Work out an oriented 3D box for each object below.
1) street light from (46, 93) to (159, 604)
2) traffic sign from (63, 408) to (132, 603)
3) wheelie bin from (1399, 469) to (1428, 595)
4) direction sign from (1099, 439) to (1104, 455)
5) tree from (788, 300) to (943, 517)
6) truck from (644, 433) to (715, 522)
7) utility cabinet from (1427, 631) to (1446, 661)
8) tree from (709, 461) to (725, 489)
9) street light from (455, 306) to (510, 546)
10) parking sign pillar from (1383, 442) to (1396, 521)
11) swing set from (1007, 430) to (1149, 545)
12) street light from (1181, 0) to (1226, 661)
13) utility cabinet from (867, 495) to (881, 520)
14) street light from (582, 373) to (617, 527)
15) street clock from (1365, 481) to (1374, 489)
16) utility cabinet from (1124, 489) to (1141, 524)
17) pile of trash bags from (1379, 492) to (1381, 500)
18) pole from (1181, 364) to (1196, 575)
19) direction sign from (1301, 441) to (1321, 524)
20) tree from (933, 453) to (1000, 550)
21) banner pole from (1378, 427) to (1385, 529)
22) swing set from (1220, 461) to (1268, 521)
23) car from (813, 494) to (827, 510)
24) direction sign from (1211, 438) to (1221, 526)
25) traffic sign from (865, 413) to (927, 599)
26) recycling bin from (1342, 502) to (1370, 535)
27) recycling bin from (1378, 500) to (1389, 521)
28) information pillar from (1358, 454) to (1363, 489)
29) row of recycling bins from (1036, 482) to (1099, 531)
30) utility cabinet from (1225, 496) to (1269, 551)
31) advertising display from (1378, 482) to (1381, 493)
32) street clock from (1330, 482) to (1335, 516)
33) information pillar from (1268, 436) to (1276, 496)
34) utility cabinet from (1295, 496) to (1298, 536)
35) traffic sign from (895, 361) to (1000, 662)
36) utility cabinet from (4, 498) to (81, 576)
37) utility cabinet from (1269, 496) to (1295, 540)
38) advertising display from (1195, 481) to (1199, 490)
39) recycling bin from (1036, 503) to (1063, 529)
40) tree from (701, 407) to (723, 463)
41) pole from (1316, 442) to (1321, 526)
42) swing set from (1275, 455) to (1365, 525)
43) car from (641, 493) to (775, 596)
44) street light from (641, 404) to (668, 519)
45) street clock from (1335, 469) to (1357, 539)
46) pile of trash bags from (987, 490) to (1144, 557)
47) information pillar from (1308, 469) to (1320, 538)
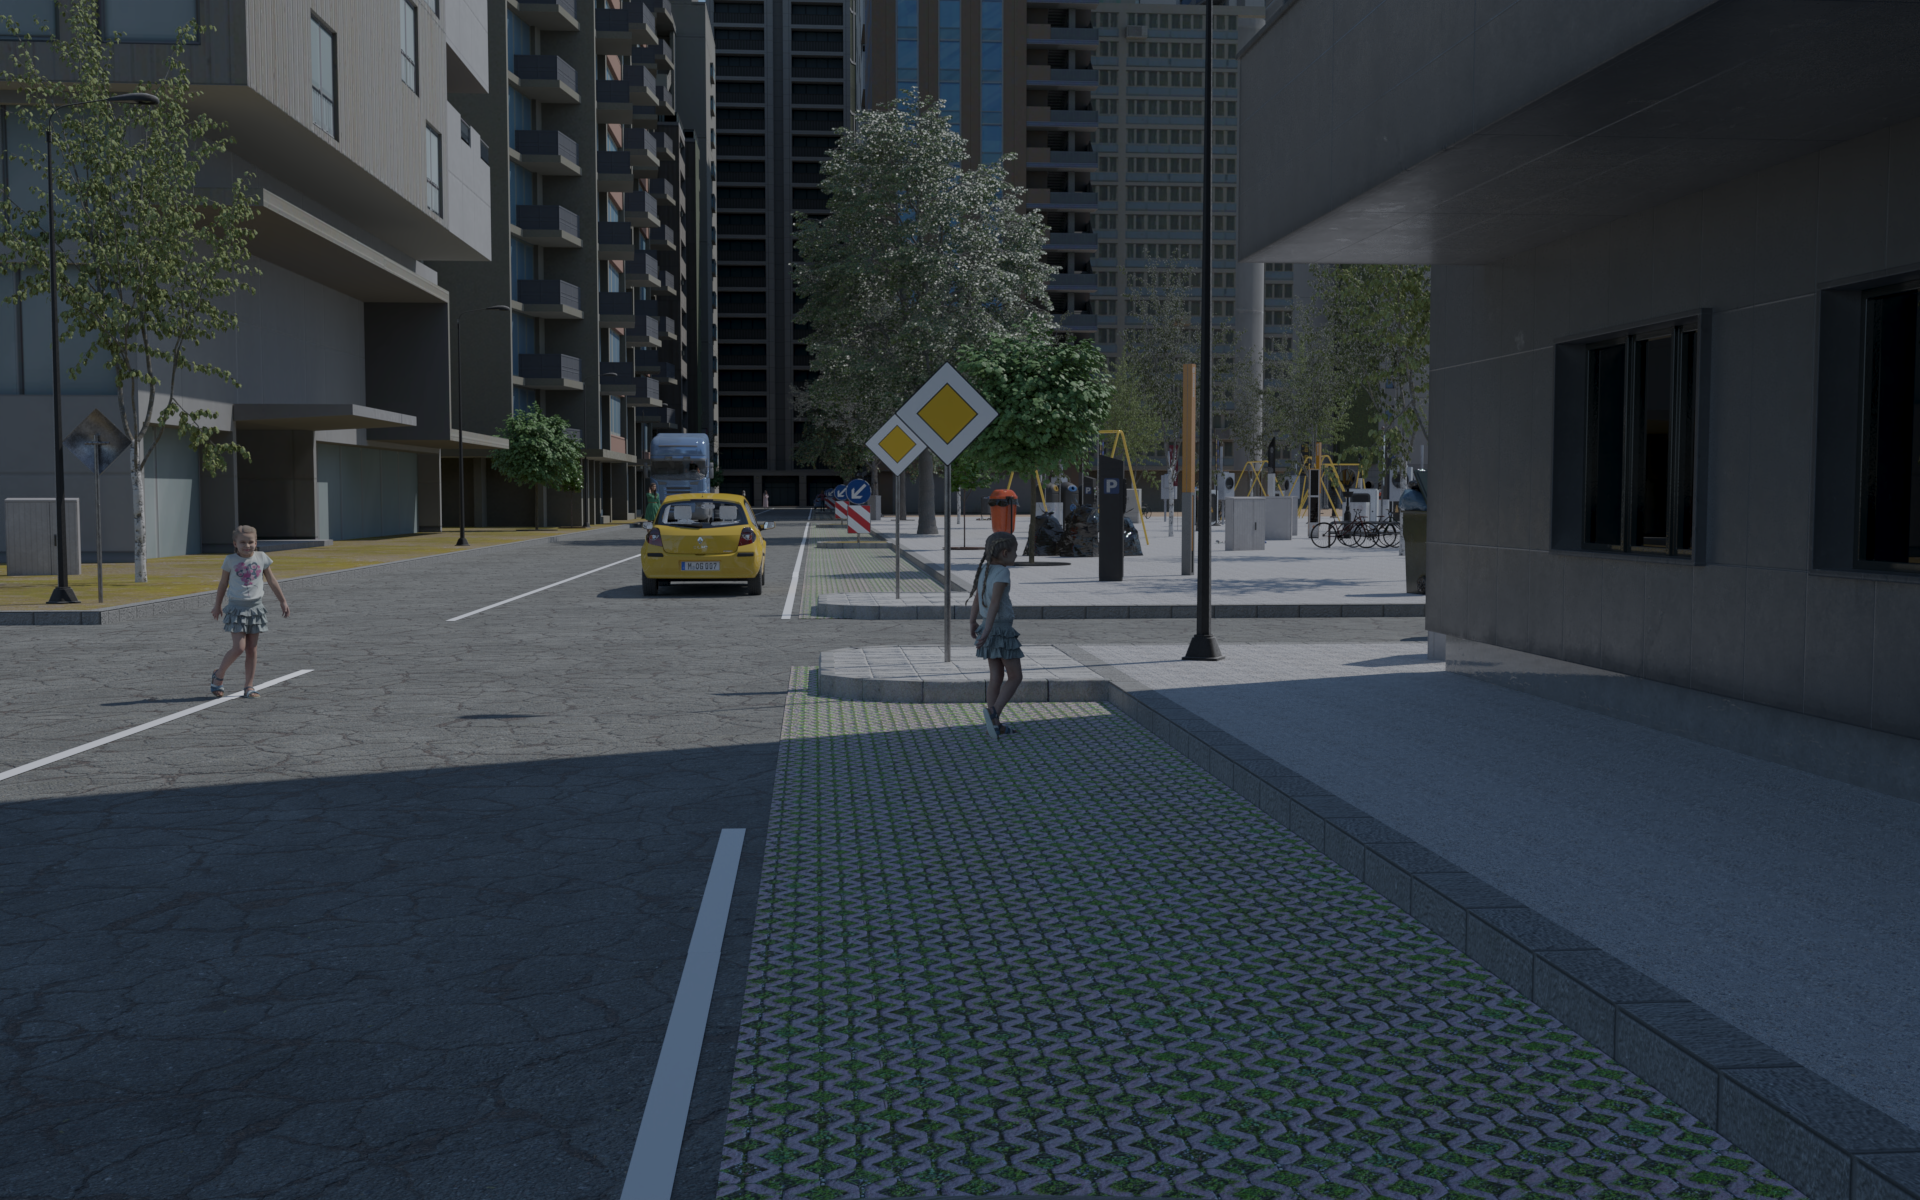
[{"bbox_3d":[-9.983,-2.914,20.187,1.470,5.913,1.316,0,4,-5],"label":"street light"},{"bbox_3d":[-10.128,-1.022,20.357,0.795,2.450,0.064,0,4,-5],"label":"traffic sign"},{"bbox_3d":[6.073,-0.879,22.281,0.980,1.594,0.693,-1,4,-22],"label":"wheelie bin"},{"bbox_3d":[5.830,-4.860,71.465,0.379,3.537,0.876,1,4,16],"label":"direction sign"},{"bbox_3d":[-4.914,-11.026,97.280,9.611,12.733,9.660,0,3,0],"label":"tree"},{"bbox_3d":[-12.857,-5.681,82.639,2.967,4.110,18.799,0,4,-5],"label":"truck"},{"bbox_3d":[4.044,-0.156,13.714,0.306,1.237,1.020,3,5,39],"label":"utility cabinet"},{"bbox_3d":[-21.757,-10.058,148.167,4.285,4.588,4.351,0,3,0],"label":"tree"},{"bbox_3d":[-11.799,-4.298,42.808,1.470,5.913,1.316,0,4,-5],"label":"street light"},{"bbox_3d":[20.080,-5.657,80.959,1.447,3.967,1.447,0,4,5],"label":"parking sign pillar"},{"bbox_3d":[2.687,-2.800,43.402,3.119,2.851,2.862,3,4,36],"label":"swing set"},{"bbox_3d":[1.352,-2.489,13.232,1.470,5.913,1.316,0,4,-5],"label":"street light"},{"bbox_3d":[-4.196,-4.499,84.718,0.306,1.237,1.020,-2,4,-27],"label":"utility cabinet"},{"bbox_3d":[-13.848,-5.748,66.524,1.470,5.913,1.316,0,4,-5],"label":"street light"},{"bbox_3d":[22.859,-5.634,96.687,0.358,2.002,0.471,-3,4,-37],"label":"street clock"},{"bbox_3d":[7.197,-4.028,74.534,1.173,1.500,0.318,2,4,28],"label":"utility cabinet"},{"bbox_3d":[23.564,-4.949,90.663,3.447,1.369,1.912,2,4,24],"label":"pile of trash bags"},{"bbox_3d":[3.601,-2.045,27.279,0.158,3.312,0.155,0,3,0],"label":"pole"},{"bbox_3d":[15.090,-5.047,74.523,0.876,3.537,0.379,0,4,-2],"label":"direction sign"},{"bbox_3d":[0.101,-2.766,39.821,1.663,3.219,1.824,0,3,0],"label":"tree"},{"bbox_3d":[15.761,-4.556,64.510,0.401,3.779,0.863,1,4,21],"label":"banner pole"},{"bbox_3d":[14.120,-5.169,82.138,2.862,2.851,3.119,0,4,-7],"label":"swing set"},{"bbox_3d":[-12.505,-8.970,158.653,2.014,1.417,4.499,0,4,-5],"label":"car"},{"bbox_3d":[10.294,-4.739,69.483,0.379,3.537,0.876,1,4,15],"label":"direction sign"},{"bbox_3d":[-0.764,-1.069,21.118,0.795,2.450,0.064,0,4,-5],"label":"traffic sign"},{"bbox_3d":[12.153,-2.485,53.176,0.722,1.027,0.722,1,4,22],"label":"recycling bin"},{"bbox_3d":[19.179,-4.061,78.954,0.722,1.027,0.722,1,4,16],"label":"recycling bin"},{"bbox_3d":[20.999,-6.089,90.913,0.183,3.616,0.504,0,4,-3],"label":"information pillar"},{"bbox_3d":[4.006,-3.191,59.291,3.534,1.692,1.069,-2,4,-32],"label":"row of recycling bins"},{"bbox_3d":[6.496,-1.728,39.418,1.020,1.237,0.306,-3,4,-36],"label":"utility cabinet"},{"bbox_3d":[22.913,-5.363,92.907,0.974,1.923,0.123,0,4,1],"label":"advertising display"},{"bbox_3d":[21.100,-5.695,97.680,0.358,2.002,0.471,-1,4,-20],"label":"street clock"},{"bbox_3d":[12.685,-4.840,70.496,0.183,3.616,0.504,-1,4,-18],"label":"information pillar"},{"bbox_3d":[10.191,-2.611,53.850,0.306,1.237,1.020,-1,4,-8],"label":"utility cabinet"},{"bbox_3d":[-0.098,-0.582,13.160,0.795,2.450,0.064,0,4,-5],"label":"traffic sign"},{"bbox_3d":[-14.514,-0.994,27.420,1.020,1.237,0.306,-1,4,-21],"label":"utility cabinet"},{"bbox_3d":[8.736,-2.270,48.277,1.020,1.237,0.306,1,4,15],"label":"utility cabinet"},{"bbox_3d":[11.473,-4.875,84.914,0.123,1.923,0.974,3,5,42],"label":"advertising display"},{"bbox_3d":[2.583,-2.367,51.251,0.722,1.027,0.722,2,4,28],"label":"recycling bin"},{"bbox_3d":[-21.958,-11.778,142.933,4.360,8.622,3.978,0,3,0],"label":"tree"},{"bbox_3d":[14.162,-4.564,68.472,0.158,3.312,0.155,0,3,0],"label":"pole"},{"bbox_3d":[14.667,-4.487,70.983,2.862,2.851,3.119,0,4,-3],"label":"swing set"},{"bbox_3d":[-3.780,-0.959,25.897,2.015,1.641,3.980,0,4,-5],"label":"car"},{"bbox_3d":[-15.705,-7.122,88.981,1.470,5.913,1.316,0,4,-5],"label":"street light"},{"bbox_3d":[11.150,-2.767,49.809,0.471,2.002,0.358,2,4,28],"label":"street clock"},{"bbox_3d":[2.017,-1.584,35.651,3.447,1.369,1.912,-3,4,-37],"label":"pile of trash bags"},{"bbox_3d":[10.254,-2.796,50.204,0.304,2.012,0.304,0,4,6],"label":"information pillar"}]
